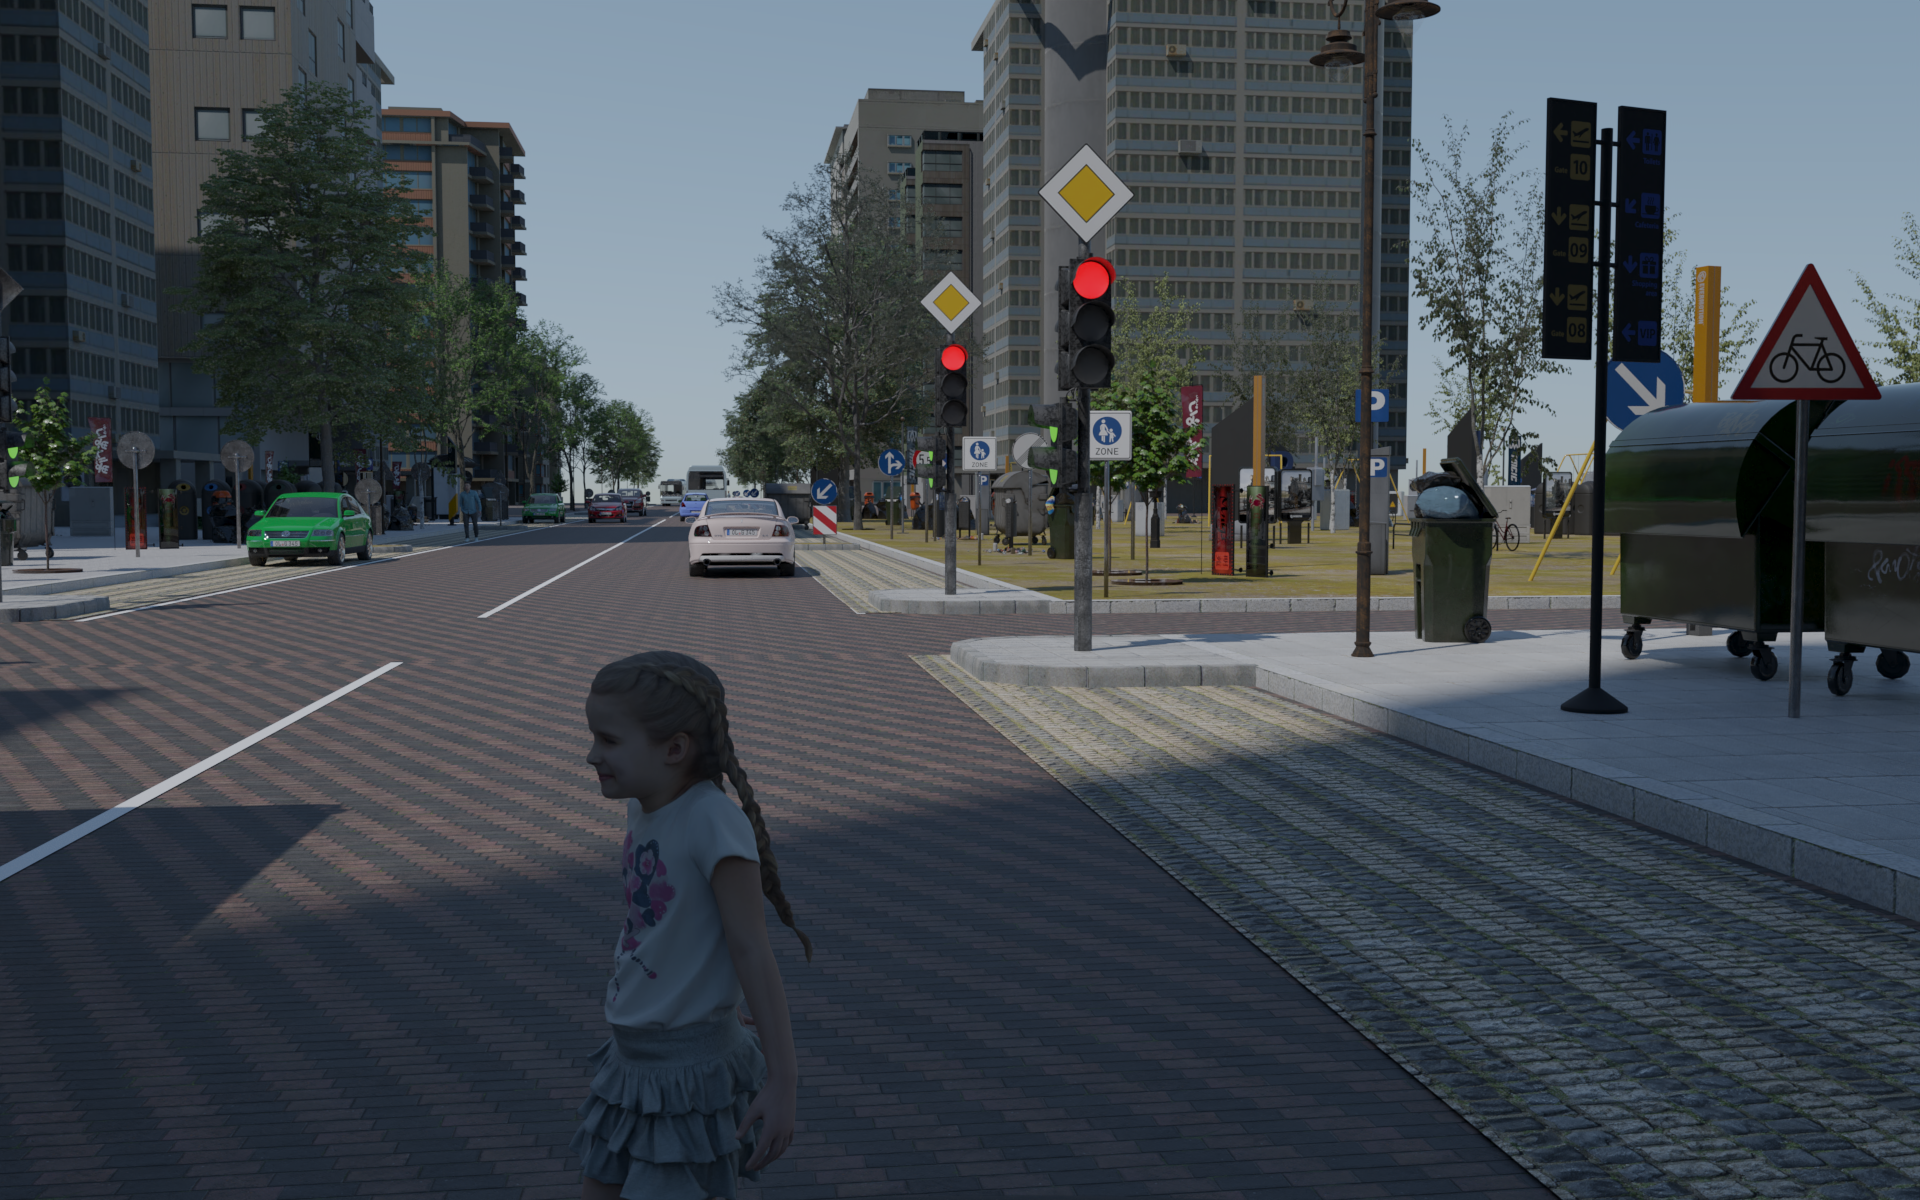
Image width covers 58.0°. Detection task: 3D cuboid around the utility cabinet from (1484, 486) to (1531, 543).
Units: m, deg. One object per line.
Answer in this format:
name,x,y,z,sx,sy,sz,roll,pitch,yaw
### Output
utility cabinet,14.161,-2.217,44.926,1.173,1.500,0.318,1,4,11

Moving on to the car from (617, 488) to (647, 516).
car,-21.553,-6.378,112.956,2.281,1.827,5.304,0,4,-7

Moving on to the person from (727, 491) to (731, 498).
person,-27.305,-11.978,204.328,0.705,1.826,1.348,-2,4,-32

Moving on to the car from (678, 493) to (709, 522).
car,-13.972,-5.027,91.777,1.945,1.707,3.694,0,4,-8

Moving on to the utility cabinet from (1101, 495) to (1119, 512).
utility cabinet,8.488,-5.306,97.920,1.020,1.237,0.306,1,4,22

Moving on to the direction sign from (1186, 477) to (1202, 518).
direction sign,12.825,-6.289,94.827,0.876,3.537,0.379,1,4,14

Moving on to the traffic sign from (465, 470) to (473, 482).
traffic sign,-26.501,-5.672,92.843,0.768,2.556,0.104,0,4,-1

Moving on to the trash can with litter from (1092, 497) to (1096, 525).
trash can with litter,5.003,-3.616,70.501,1.055,1.170,0.624,1,4,19

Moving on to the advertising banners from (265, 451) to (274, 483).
advertising banners,-28.164,-4.477,69.388,0.090,3.025,2.074,1,4,19

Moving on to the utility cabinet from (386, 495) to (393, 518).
utility cabinet,-30.101,-4.901,91.299,1.020,1.237,0.306,-2,4,-25

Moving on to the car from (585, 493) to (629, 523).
car,-17.718,-4.773,87.080,2.155,1.783,4.494,-1,4,-9

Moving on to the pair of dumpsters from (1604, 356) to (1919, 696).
pair of dumpsters,6.029,-0.549,11.465,1.574,2.255,4.437,-1,4,-8

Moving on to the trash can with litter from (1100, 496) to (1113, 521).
trash can with litter,6.933,-4.407,83.441,1.055,1.170,0.624,-1,4,-18

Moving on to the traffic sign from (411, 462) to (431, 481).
traffic sign,-21.411,-4.202,68.800,0.768,2.556,0.104,0,4,-7

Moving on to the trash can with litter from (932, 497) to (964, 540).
trash can with litter,0.015,-2.321,49.013,1.678,1.210,2.233,-2,4,-32

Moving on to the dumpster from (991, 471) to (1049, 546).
dumpster,1.545,-2.327,43.810,1.264,1.857,1.865,0,4,-8

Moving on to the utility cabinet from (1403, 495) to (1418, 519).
utility cabinet,23.022,-4.708,88.129,1.020,1.237,0.306,-2,4,-34

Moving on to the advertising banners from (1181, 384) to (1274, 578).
advertising banners,4.162,-1.897,27.201,0.090,3.025,2.074,-2,4,-35

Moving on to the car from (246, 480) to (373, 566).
car,-13.388,-1.652,35.808,1.959,1.807,4.718,0,4,-8

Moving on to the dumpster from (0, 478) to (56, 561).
dumpster,-18.654,-1.722,33.909,1.264,1.857,1.865,0,4,-8

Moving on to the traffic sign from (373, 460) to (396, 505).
traffic sign,-22.092,-4.066,66.483,0.884,2.594,0.081,0,4,-6

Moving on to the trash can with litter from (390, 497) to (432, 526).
trash can with litter,-22.451,-3.628,70.380,2.233,1.210,1.678,-3,5,-40

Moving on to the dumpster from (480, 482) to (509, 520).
dumpster,-23.001,-4.878,85.517,1.264,1.857,1.865,0,4,-8

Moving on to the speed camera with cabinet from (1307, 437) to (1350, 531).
speed camera with cabinet,12.847,-4.074,60.950,2.038,3.252,0.660,-3,4,-37

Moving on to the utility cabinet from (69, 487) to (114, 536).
utility cabinet,-26.206,-2.666,52.270,1.173,1.500,0.318,0,4,-6

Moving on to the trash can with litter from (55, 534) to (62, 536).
trash can with litter,-28.516,-2.566,53.012,2.233,1.210,1.678,2,4,25

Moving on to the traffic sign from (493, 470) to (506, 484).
traffic sign,-24.980,-5.754,94.089,0.884,2.594,0.081,0,4,-6

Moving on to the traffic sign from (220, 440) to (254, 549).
traffic sign,-16.964,-2.482,40.679,0.768,2.556,0.104,0,4,-8

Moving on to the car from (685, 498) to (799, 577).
car,-3.970,-1.174,31.556,2.083,1.381,4.827,0,4,-7

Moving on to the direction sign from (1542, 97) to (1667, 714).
direction sign,3.759,-1.111,10.158,0.876,3.537,0.379,-2,4,-23

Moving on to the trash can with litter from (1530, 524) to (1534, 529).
trash can with litter,19.970,-3.195,63.298,2.233,1.210,1.678,2,4,32

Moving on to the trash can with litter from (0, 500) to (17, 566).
trash can with litter,-17.348,-1.190,30.841,1.055,1.170,0.624,1,4,20

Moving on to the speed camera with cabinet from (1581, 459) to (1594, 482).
speed camera with cabinet,26.072,-4.716,71.443,0.660,3.252,2.038,2,4,28

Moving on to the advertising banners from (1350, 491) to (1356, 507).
advertising banners,20.325,-5.729,89.861,2.074,3.025,0.090,-1,4,-22

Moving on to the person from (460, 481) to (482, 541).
person,-14.775,-2.679,52.315,0.660,1.820,0.620,0,4,-8

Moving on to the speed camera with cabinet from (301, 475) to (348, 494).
speed camera with cabinet,-30.366,-5.407,82.742,2.038,3.252,0.660,-3,4,-37

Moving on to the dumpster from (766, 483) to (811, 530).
dumpster,-6.847,-3.715,68.956,1.865,1.857,1.264,0,4,-7

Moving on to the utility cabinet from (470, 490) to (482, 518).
utility cabinet,-26.229,-5.195,93.616,1.173,1.500,0.318,3,5,41

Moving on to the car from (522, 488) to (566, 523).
car,-20.486,-4.678,85.288,1.959,1.807,4.718,0,4,-8

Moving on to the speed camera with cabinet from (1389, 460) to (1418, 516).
speed camera with cabinet,25.816,-6.508,100.737,2.038,3.252,0.660,2,4,32

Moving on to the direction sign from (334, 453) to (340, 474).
direction sign,-32.166,-5.961,89.456,0.379,3.537,0.876,0,4,-3

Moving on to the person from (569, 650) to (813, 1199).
person,-0.341,0.675,2.485,0.382,1.210,0.505,-3,4,-38

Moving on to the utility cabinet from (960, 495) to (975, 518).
utility cabinet,0.523,-4.789,89.467,1.020,1.237,0.306,0,4,5

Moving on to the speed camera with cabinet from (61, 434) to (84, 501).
speed camera with cabinet,-29.708,-3.800,56.464,2.038,3.252,0.660,-2,4,-31

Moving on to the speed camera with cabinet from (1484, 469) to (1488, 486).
speed camera with cabinet,18.358,-4.026,60.156,2.038,3.252,0.660,-2,4,-33

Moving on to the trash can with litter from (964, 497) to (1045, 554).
trash can with litter,1.040,-1.636,37.805,1.678,1.210,2.233,0,4,-3
